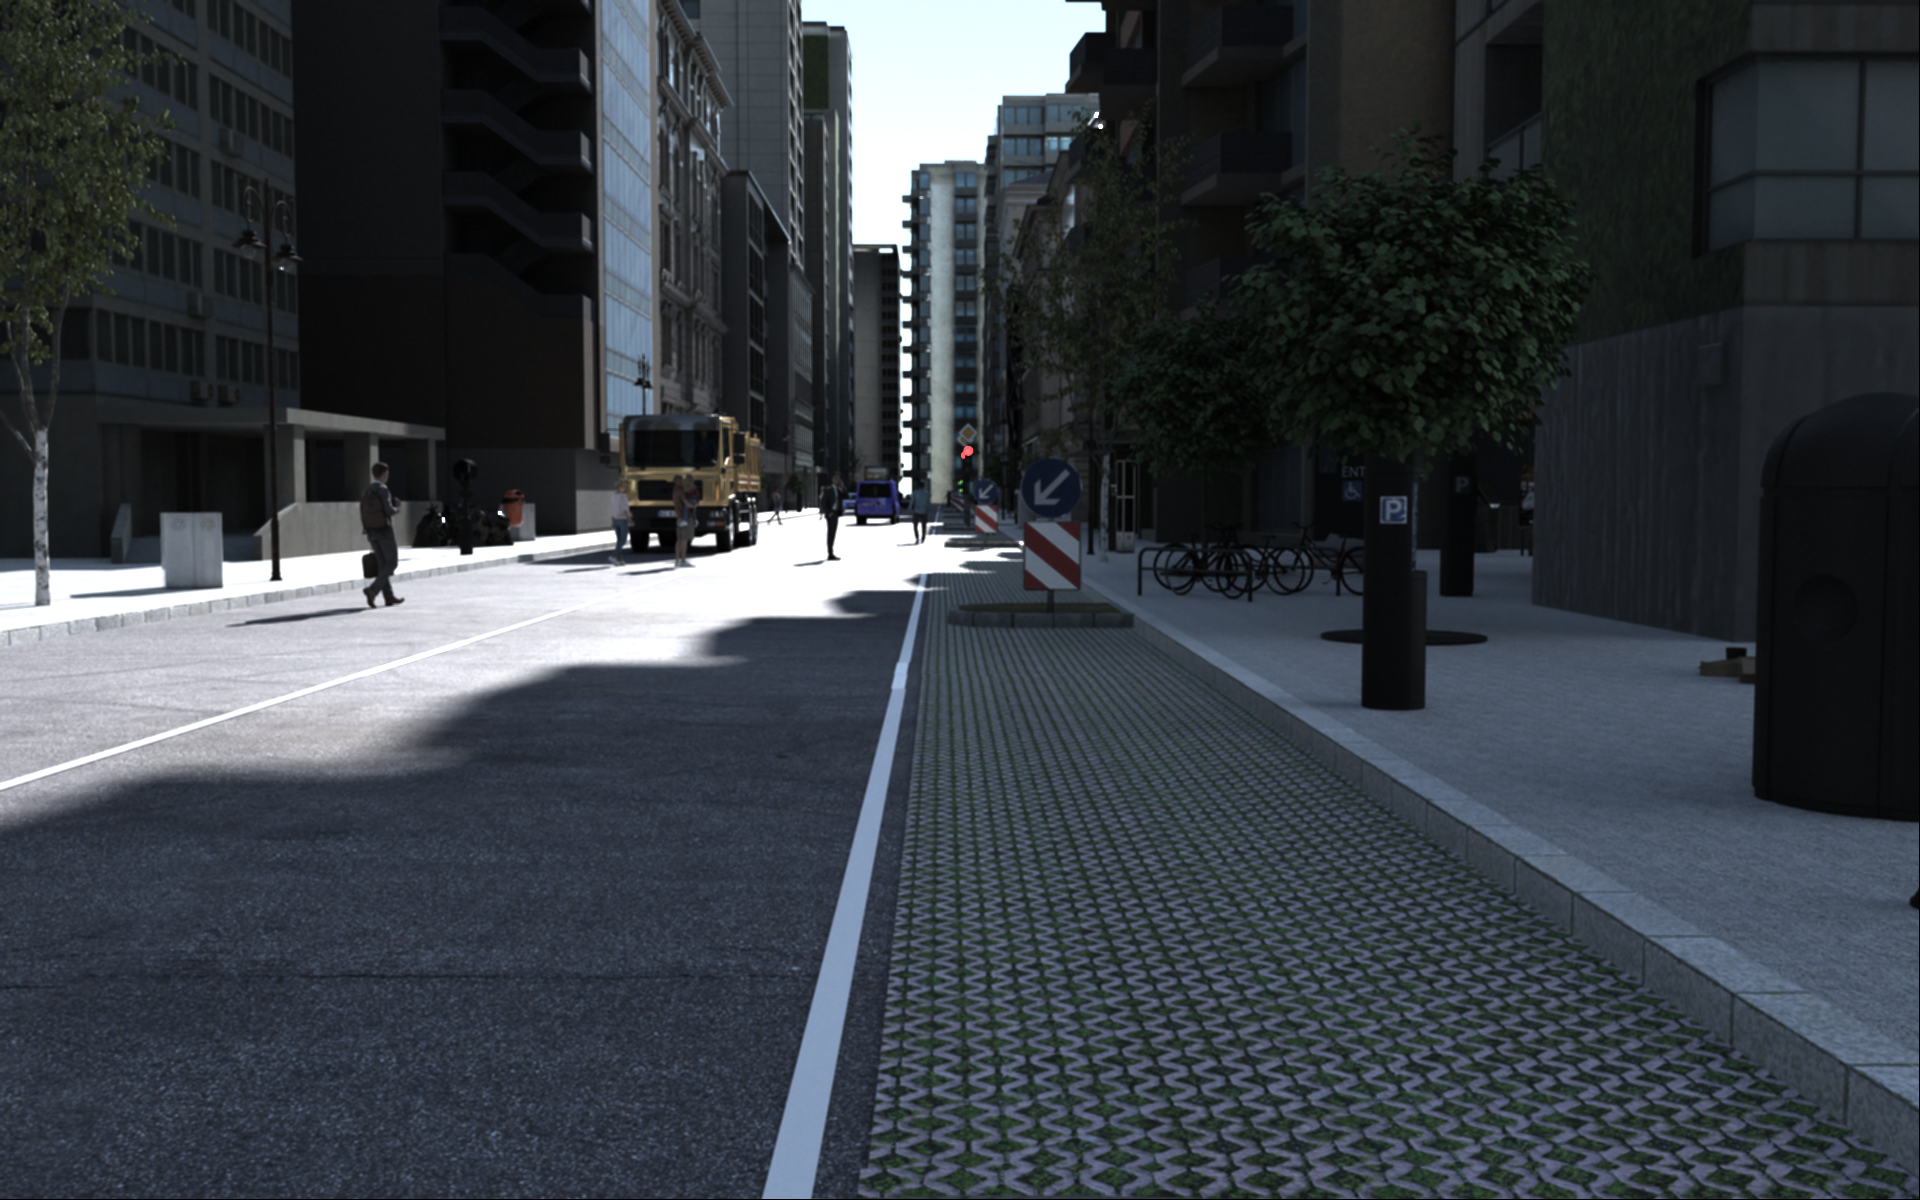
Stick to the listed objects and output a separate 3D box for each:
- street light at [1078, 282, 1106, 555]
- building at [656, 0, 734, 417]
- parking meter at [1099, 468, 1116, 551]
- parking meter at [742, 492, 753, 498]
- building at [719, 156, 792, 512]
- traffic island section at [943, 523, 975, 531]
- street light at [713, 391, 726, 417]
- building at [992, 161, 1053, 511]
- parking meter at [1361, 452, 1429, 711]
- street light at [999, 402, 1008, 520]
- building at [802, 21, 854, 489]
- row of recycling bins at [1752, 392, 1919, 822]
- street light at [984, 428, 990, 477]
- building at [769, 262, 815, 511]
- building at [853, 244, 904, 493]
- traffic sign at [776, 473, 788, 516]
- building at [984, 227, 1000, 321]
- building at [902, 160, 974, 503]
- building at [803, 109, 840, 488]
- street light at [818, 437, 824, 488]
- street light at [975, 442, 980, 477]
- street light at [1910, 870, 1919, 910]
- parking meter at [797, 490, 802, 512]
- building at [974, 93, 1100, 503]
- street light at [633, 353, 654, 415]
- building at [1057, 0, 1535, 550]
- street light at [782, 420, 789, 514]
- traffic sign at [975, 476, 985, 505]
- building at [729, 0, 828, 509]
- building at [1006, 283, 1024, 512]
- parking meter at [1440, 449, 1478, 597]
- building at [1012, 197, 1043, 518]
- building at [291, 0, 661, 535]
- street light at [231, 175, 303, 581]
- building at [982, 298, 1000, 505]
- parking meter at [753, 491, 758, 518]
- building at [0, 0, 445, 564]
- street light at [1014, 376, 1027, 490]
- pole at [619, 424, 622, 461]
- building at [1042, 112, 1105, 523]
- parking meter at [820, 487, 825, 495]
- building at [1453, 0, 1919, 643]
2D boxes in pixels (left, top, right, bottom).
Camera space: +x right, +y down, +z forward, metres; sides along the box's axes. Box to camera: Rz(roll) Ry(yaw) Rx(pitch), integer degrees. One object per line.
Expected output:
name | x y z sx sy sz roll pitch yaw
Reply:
street light | 2.777 -3.904 36.623 0.468 5.910 1.993 0 4 -1
building | -19.715 -18.390 88.069 14.401 28.519 23.554 0 4 -1
parking meter | 3.343 -2.029 38.891 0.255 1.863 0.399 -2 4 -35
parking meter | -10.491 -4.685 85.014 0.372 1.533 0.369 0 3 0
building | -19.606 -18.126 115.431 14.314 24.678 30.058 0 4 -1
traffic island section | 0.344 -2.828 68.512 2.009 0.180 2.903 0 4 -1
street light | -10.619 -6.343 76.499 0.468 5.910 1.993 0 4 -1
building | 9.720 -21.751 141.538 13.634 28.700 20.117 0 4 -1
parking meter | 2.611 -0.121 10.396 0.372 1.533 0.369 0 3 0
street light | 2.177 -6.974 86.821 0.468 5.910 1.993 0 4 -1
building | -27.531 -41.170 215.132 28.212 58.520 21.231 0 4 -1
row of recycling bins | 5.119 -0.017 7.388 3.534 1.692 1.069 -1 4 -12
street light | 1.857 -8.946 119.047 0.468 5.910 1.993 0 4 -1
building | -17.192 -17.777 139.808 9.793 20.994 18.267 0 4 -1
building | -20.307 -34.205 251.139 23.993 40.220 32.217 0 4 -1
traffic sign | -10.570 -6.275 102.704 0.768 2.556 0.104 0 4 8
building | 9.626 -25.513 188.842 14.160 30.474 14.107 0 4 -1
building | 7.035 -38.403 247.495 30.456 49.044 23.786 0 4 -1
building | -19.867 -30.269 178.495 14.154 41.232 14.086 0 4 -1
street light | -11.295 -10.251 140.384 0.468 5.910 1.993 0 4 -1
street light | 1.546 -10.881 150.696 0.468 5.910 1.993 0 4 -1
street light | 3.047 -1.982 5.189 0.468 5.910 1.993 0 4 -1
parking meter | -11.527 -7.255 124.333 0.255 1.863 0.399 2 4 35
building | 14.185 -36.144 210.563 23.786 49.044 30.456 0 4 -1
street light | -10.381 -5.150 56.996 0.468 5.910 1.993 0 4 -1
building | 14.642 -24.316 52.186 22.147 44.769 28.867 0 4 -1
street light | -10.932 -8.315 108.736 0.468 5.910 1.993 0 4 -1
traffic sign | 1.449 -7.536 123.324 0.768 2.556 0.104 0 4 6
building | -22.923 -44.158 160.233 20.563 71.187 20.611 0 4 -1
building | 11.645 -15.656 123.431 16.820 18.784 16.811 0 4 -1
parking meter | 6.257 -0.979 21.725 0.399 1.863 0.255 0 4 -5
building | 8.665 -14.383 99.790 10.561 19.102 19.286 0 4 -1
building | -18.751 -25.054 59.741 14.200 45.320 14.600 0 4 -1
street light | -10.145 -3.225 25.518 0.468 5.910 1.993 0 4 -1
building | 16.299 -19.698 167.107 27.650 21.520 28.899 0 4 -1
parking meter | -10.735 -5.006 90.251 0.372 1.533 0.369 0 3 0
building | -29.577 -21.218 38.793 32.217 40.220 23.993 0 4 -1
street light | 2.382 -5.827 68.055 0.468 5.910 1.993 0 4 -1
pole | -9.771 -3.449 50.242 0.158 3.312 0.155 0 3 0
building | 13.972 -13.264 81.487 19.286 19.102 10.561 0 4 -1
parking meter | -10.932 -8.081 137.840 0.255 1.863 0.399 1 4 14
building | 13.628 -20.611 20.593 14.154 41.232 14.086 0 4 -1
